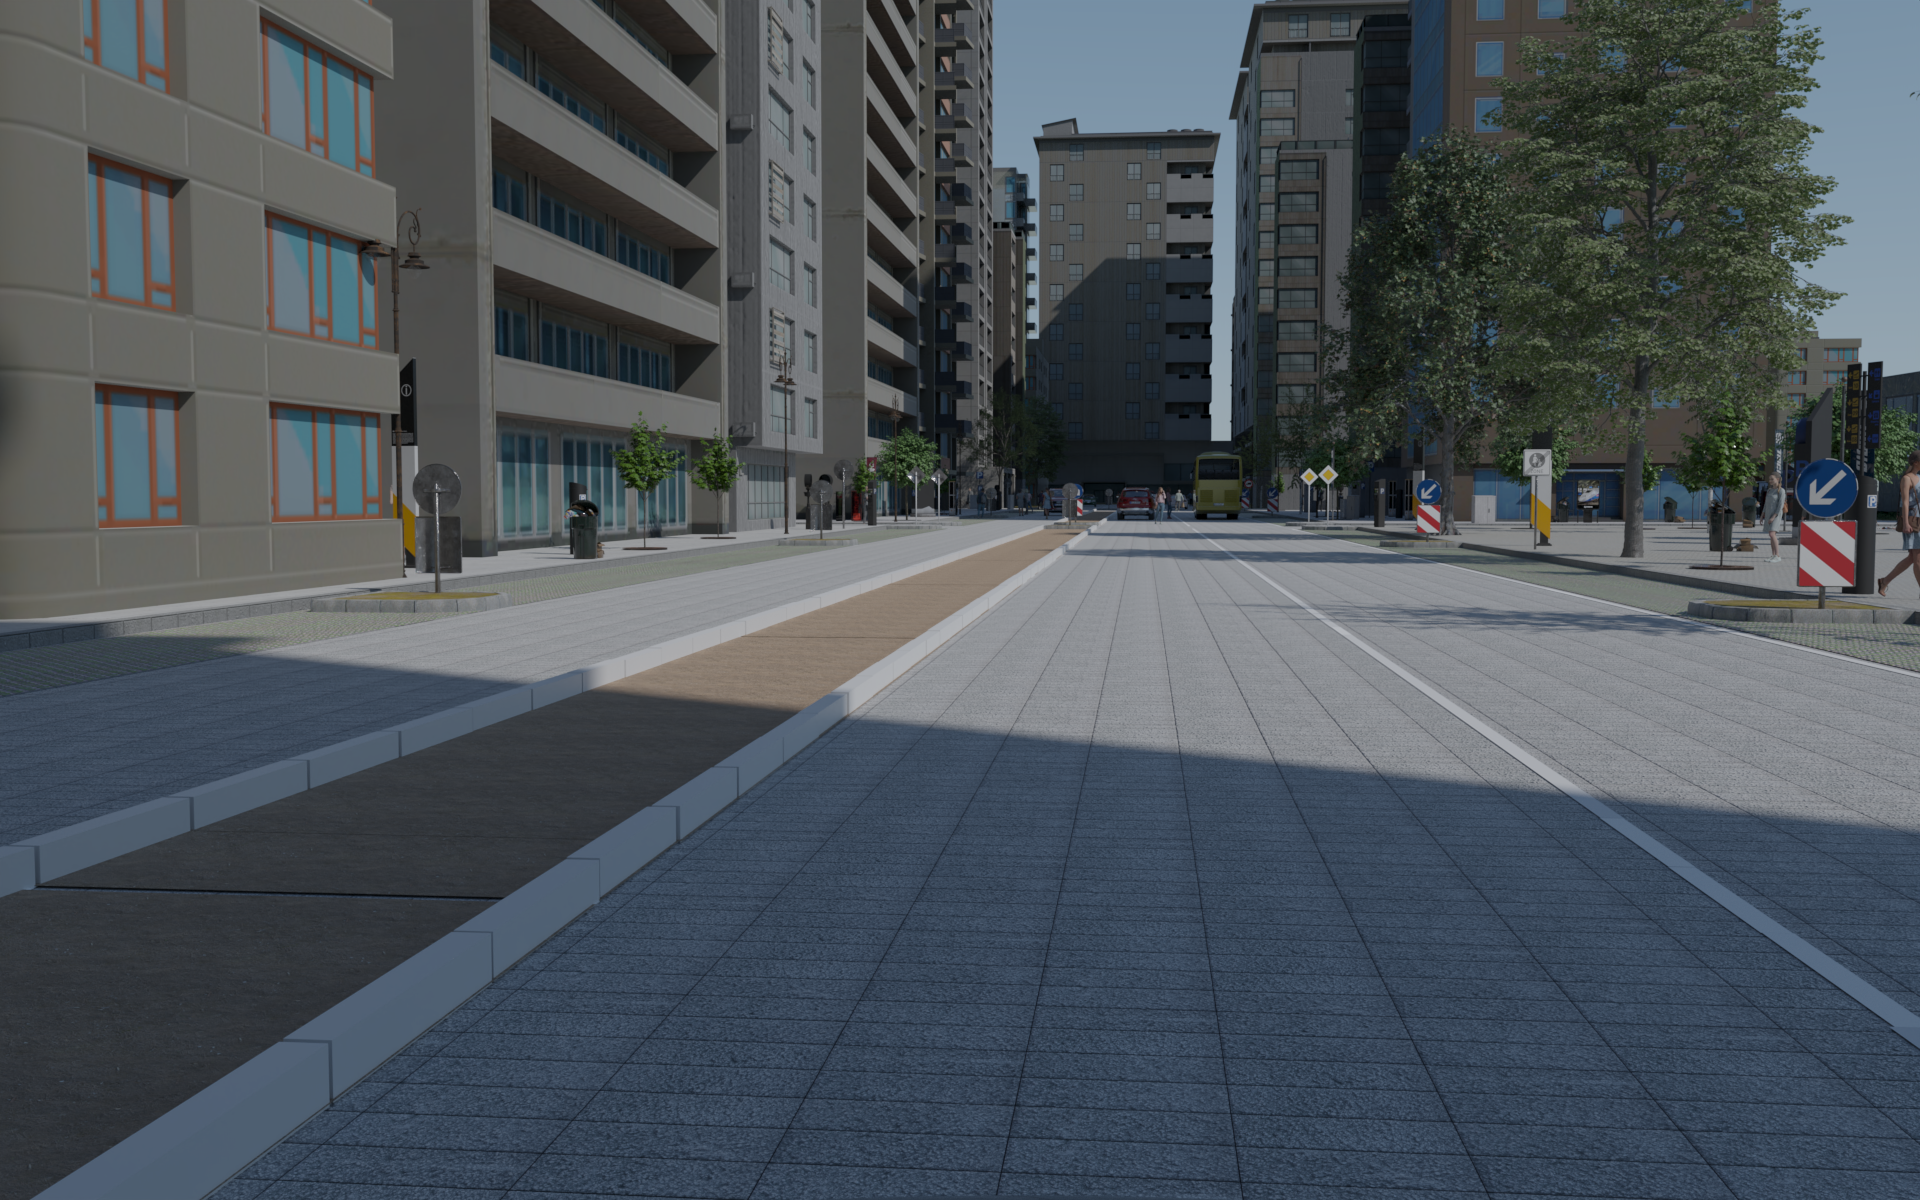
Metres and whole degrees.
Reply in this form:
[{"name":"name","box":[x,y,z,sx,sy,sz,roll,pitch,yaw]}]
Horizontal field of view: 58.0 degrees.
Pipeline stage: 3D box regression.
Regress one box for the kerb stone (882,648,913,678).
[{"name":"kerb stone","box":[-0.516,0.521,13.744,0.120,0.150,1.000,0,4,6]}]

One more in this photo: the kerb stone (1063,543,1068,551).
[{"name":"kerb stone","box":[2.495,-1.229,42.288,0.120,0.150,1.000,0,4,6]}]

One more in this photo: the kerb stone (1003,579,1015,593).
[{"name":"kerb stone","box":[0.665,-0.169,24.956,0.120,0.150,1.000,0,4,6]}]

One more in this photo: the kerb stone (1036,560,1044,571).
[{"name":"kerb stone","box":[1.420,-0.605,32.092,0.120,0.150,1.000,0,4,6]}]

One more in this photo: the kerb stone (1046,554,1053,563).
[{"name":"kerb stone","box":[1.747,-0.791,35.154,0.120,0.150,1.000,0,4,6]}]

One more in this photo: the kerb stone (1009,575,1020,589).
[{"name":"kerb stone","box":[0.767,-0.231,25.973,0.120,0.150,1.000,0,4,6]}]

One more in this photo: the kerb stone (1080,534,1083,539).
[{"name":"kerb stone","box":[3.569,-1.852,52.467,0.120,0.150,1.000,0,4,6]}]

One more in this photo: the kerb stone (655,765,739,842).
[{"name":"kerb stone","box":[-1.158,0.891,7.627,0.120,0.150,1.000,0,4,6]}]

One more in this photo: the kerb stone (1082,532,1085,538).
[{"name":"kerb stone","box":[3.784,-1.974,54.508,0.120,0.150,1.000,0,4,6]}]

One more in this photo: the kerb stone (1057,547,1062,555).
[{"name":"kerb stone","box":[2.173,-1.041,39.224,0.120,0.150,1.000,0,4,6]}]

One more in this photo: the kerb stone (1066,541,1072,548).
[{"name":"kerb stone","box":[2.710,-1.354,44.326,0.120,0.150,1.000,0,4,6]}]

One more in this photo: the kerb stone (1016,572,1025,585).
[{"name":"kerb stone","box":[0.877,-0.293,26.992,0.120,0.150,1.000,0,4,6]}]

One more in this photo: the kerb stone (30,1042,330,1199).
[{"name":"kerb stone","box":[-1.587,1.140,3.557,0.120,0.150,1.000,0,4,6]}]

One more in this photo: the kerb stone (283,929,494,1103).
[{"name":"kerb stone","box":[-1.482,1.078,4.574,0.120,0.150,1.000,0,4,6]}]

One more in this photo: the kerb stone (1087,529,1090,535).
[{"name":"kerb stone","box":[4.220,-2.226,58.592,0.120,0.150,1.000,0,4,6]}]

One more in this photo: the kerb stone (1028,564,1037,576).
[{"name":"kerb stone","box":[1.207,-0.481,30.053,0.120,0.150,1.000,0,4,6]}]

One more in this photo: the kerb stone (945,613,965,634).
[{"name":"kerb stone","box":[-0.089,0.269,17.825,0.120,0.150,1.000,0,4,6]}]

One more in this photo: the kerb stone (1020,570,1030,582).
[{"name":"kerb stone","box":[0.991,-0.354,28.016,0.120,0.150,1.000,0,4,6]}]

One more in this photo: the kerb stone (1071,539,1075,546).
[{"name":"kerb stone","box":[2.928,-1.478,46.364,0.120,0.150,1.000,0,4,6]}]

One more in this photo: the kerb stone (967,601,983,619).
[{"name":"kerb stone","box":[0.130,0.143,19.874,0.120,0.150,1.000,0,4,6]}]

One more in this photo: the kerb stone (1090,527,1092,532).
[{"name":"kerb stone","box":[4.544,-2.412,61.642,0.120,0.150,1.000,0,4,6]}]

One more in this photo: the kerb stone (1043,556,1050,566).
[{"name":"kerb stone","box":[1.639,-0.730,34.133,0.120,0.150,1.000,0,4,6]}]

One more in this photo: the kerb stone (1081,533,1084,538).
[{"name":"kerb stone","box":[3.677,-1.909,53.492,0.120,0.150,1.000,0,4,6]}]

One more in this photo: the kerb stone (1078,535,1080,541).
[{"name":"kerb stone","box":[3.356,-1.727,50.431,0.120,0.150,1.000,0,4,6]}]

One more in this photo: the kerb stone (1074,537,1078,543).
[{"name":"kerb stone","box":[3.137,-1.601,48.399,0.120,0.150,1.000,0,4,6]}]

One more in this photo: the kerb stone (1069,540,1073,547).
[{"name":"kerb stone","box":[2.820,-1.416,45.342,0.120,0.150,1.000,0,4,6]}]

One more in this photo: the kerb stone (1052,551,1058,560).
[{"name":"kerb stone","box":[1.965,-0.917,37.190,0.120,0.150,1.000,0,4,6]}]

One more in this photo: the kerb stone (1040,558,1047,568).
[{"name":"kerb stone","box":[1.524,-0.668,33.112,0.120,0.150,1.000,0,4,6]}]

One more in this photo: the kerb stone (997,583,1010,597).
[{"name":"kerb stone","box":[0.559,-0.102,23.940,0.120,0.150,1.000,0,4,6]}]

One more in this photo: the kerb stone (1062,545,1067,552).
[{"name":"kerb stone","box":[2.397,-1.166,41.263,0.120,0.150,1.000,0,4,6]}]

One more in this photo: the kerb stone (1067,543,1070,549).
[{"name":"kerb stone","box":[2.599,-1.285,43.311,0.120,0.150,1.000,0,4,6]}]

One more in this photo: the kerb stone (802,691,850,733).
[{"name":"kerb stone","box":[-0.842,0.709,10.692,0.120,0.150,1.000,0,4,6]}]

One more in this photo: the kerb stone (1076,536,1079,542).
[{"name":"kerb stone","box":[3.249,-1.665,49.415,0.120,0.150,1.000,0,4,6]}]

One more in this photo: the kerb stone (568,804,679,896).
[{"name":"kerb stone","box":[-1.276,0.953,6.608,0.120,0.150,1.000,0,4,6]}]

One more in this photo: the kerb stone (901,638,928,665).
[{"name":"kerb stone","box":[-0.413,0.459,14.765,0.120,0.150,1.000,0,4,6]}]

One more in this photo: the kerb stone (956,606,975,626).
[{"name":"kerb stone","box":[0.022,0.204,18.854,0.120,0.150,1.000,0,4,6]}]

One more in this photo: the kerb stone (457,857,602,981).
[{"name":"kerb stone","box":[-1.378,1.017,5.590,0.120,0.150,1.000,0,4,6]}]

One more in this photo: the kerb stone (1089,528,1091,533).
[{"name":"kerb stone","box":[4.429,-2.351,60.627,0.120,0.150,1.000,0,4,6]}]

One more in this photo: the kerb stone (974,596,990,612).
[{"name":"kerb stone","box":[0.230,0.082,20.891,0.120,0.150,1.000,0,4,6]}]

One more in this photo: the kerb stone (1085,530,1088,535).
[{"name":"kerb stone","box":[4.104,-2.164,57.572,0.120,0.150,1.000,0,4,6]}]

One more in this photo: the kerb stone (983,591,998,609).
[{"name":"kerb stone","box":[0.350,0.018,21.906,0.120,0.150,1.000,0,4,6]}]

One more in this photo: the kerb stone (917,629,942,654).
[{"name":"kerb stone","box":[-0.302,0.399,15.789,0.120,0.150,1.000,0,4,6]}]

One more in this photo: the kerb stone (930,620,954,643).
[{"name":"kerb stone","box":[-0.194,0.330,16.805,0.120,0.150,1.000,0,4,6]}]

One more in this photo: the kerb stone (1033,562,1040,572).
[{"name":"kerb stone","box":[1.305,-0.543,31.076,0.120,0.150,1.000,0,4,6]}]

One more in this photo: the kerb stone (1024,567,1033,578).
[{"name":"kerb stone","box":[1.094,-0.415,29.038,0.120,0.150,1.000,0,4,6]}]

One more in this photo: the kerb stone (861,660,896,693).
[{"name":"kerb stone","box":[-0.623,0.579,12.728,0.120,0.150,1.000,0,4,6]}]

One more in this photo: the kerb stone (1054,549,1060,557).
[{"name":"kerb stone","box":[2.067,-0.979,38.207,0.120,0.150,1.000,0,4,6]}]

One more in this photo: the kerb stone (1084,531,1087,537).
[{"name":"kerb stone","box":[3.899,-2.039,55.526,0.120,0.150,1.000,0,4,6]}]

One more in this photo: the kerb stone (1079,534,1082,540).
[{"name":"kerb stone","box":[3.463,-1.789,51.447,0.120,0.150,1.000,0,4,6]}]

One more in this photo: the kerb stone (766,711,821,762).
[{"name":"kerb stone","box":[-0.941,0.770,9.670,0.120,0.150,1.000,0,4,6]}]

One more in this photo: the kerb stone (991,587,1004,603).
[{"name":"kerb stone","box":[0.455,-0.043,22.923,0.120,0.150,1.000,0,4,6]}]

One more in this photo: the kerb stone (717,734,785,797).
[{"name":"kerb stone","box":[-1.047,0.828,8.653,0.120,0.150,1.000,0,4,6]}]

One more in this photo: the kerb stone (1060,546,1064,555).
[{"name":"kerb stone","box":[2.280,-1.104,40.240,0.120,0.150,1.000,0,4,6]}]

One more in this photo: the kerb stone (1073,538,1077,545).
[{"name":"kerb stone","box":[3.045,-1.539,47.379,0.120,0.150,1.000,0,4,6]}]

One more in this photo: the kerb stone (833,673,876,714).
[{"name":"kerb stone","box":[-0.725,0.641,11.711,0.120,0.150,1.000,0,4,6]}]

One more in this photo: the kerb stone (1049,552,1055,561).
[{"name":"kerb stone","box":[1.851,-0.851,36.171,0.120,0.150,1.000,0,4,6]}]
